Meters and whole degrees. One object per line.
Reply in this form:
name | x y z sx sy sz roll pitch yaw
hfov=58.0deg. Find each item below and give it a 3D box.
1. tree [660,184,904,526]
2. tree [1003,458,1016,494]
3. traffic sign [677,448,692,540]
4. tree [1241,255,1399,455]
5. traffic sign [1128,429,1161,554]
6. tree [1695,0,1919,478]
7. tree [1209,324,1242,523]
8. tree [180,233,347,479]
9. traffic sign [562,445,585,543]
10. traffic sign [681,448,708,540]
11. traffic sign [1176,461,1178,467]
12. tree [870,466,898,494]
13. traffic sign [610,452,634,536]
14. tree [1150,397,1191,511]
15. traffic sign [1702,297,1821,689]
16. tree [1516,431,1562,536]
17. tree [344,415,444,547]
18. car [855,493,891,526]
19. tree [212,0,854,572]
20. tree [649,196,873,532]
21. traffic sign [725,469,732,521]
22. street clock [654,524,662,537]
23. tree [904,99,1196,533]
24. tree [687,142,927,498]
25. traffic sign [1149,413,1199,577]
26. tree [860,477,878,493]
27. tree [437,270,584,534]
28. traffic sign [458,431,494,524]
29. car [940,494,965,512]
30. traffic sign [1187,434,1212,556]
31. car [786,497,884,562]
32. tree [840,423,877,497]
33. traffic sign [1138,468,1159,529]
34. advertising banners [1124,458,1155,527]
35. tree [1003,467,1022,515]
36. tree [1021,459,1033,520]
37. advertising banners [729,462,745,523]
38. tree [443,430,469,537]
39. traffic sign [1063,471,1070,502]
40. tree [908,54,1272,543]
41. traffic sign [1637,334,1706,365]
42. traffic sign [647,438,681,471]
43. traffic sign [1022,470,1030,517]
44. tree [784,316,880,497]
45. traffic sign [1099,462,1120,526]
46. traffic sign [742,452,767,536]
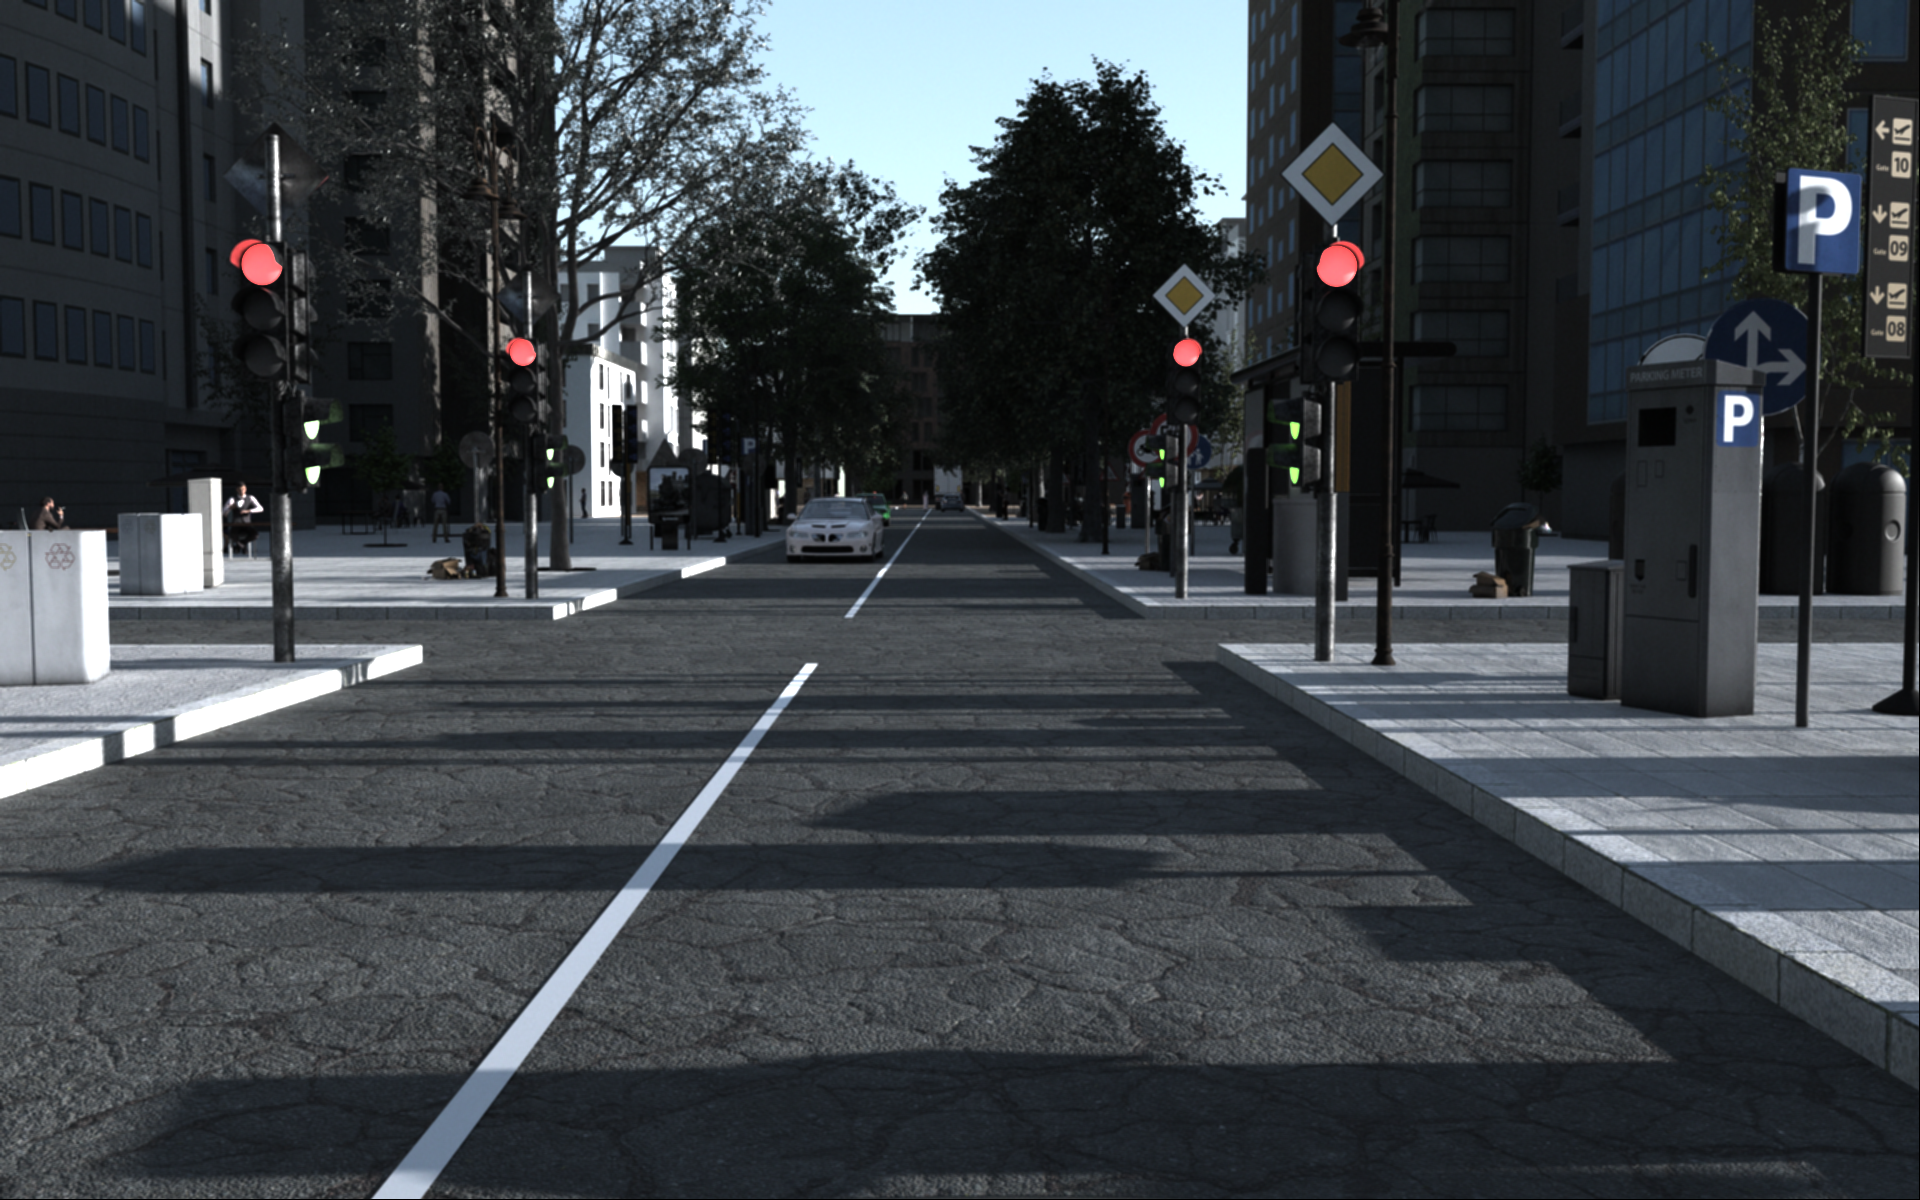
tree | -7.020 -10.005 70.232 9.857 13.997 8.962 0 3 0
tree | 3.271 -10.051 114.693 4.360 8.622 3.978 0 3 0
traffic sign | -7.547 -2.954 48.406 0.768 2.556 0.104 0 4 6
tree | 11.733 -6.334 53.926 4.737 8.622 4.395 0 3 0
traffic sign | 3.674 -2.069 33.938 0.768 2.556 0.104 1 4 8
tree | 12.792 -4.612 25.767 4.737 8.622 4.395 0 3 0
tree | 11.907 -7.677 75.879 4.737 8.622 4.395 0 3 0
tree | -19.099 -5.967 47.923 4.360 8.622 3.978 0 3 0
traffic sign | -10.105 -2.744 44.973 0.768 2.556 0.104 0 4 5
traffic sign | -7.360 -2.929 48.002 0.768 2.556 0.104 0 4 3
traffic sign | 6.228 -3.165 51.859 0.768 2.556 0.104 0 4 2
tree | -7.930 -11.602 173.404 4.285 4.588 4.351 0 3 0
traffic sign | -10.300 -3.222 52.781 0.768 2.556 0.104 0 4 8
tree | 12.009 -8.719 92.919 4.360 8.622 3.978 0 3 0
traffic sign | 5.206 -0.687 11.343 0.768 2.556 0.104 0 4 1
tree | 17.970 -3.581 53.158 1.663 3.219 1.824 0 3 0
tree | -13.963 -2.916 42.280 1.663 3.219 1.824 0 3 0
car | -4.055 -4.231 77.966 1.959 1.807 4.718 0 4 -1
tree | -6.807 -7.224 28.476 12.009 13.543 11.850 0 3 0
tree | -6.789 -8.194 59.724 9.928 11.665 9.643 0 3 0
traffic sign | -11.086 -5.127 83.837 0.884 2.594 0.081 0 4 1
street clock | -8.973 -2.865 51.416 0.471 2.002 0.358 1 4 11
tree | 3.291 -9.211 57.263 9.857 13.997 8.962 0 3 0
tree | -8.433 -14.519 93.272 12.611 20.169 13.585 0 3 0
traffic sign | 3.288 -1.627 26.705 0.768 2.556 0.104 0 4 7
tree | -8.152 -9.622 151.917 1.663 3.219 1.824 0 3 0
tree | -14.353 -6.464 56.052 4.360 8.622 3.978 0 3 0
traffic sign | -9.827 -2.145 35.179 0.768 2.556 0.104 1 4 9
car | -0.626 -7.780 139.201 2.014 1.417 4.499 0 4 0
traffic sign | 4.854 -2.202 36.114 0.768 2.556 0.104 0 4 3
car | -2.682 -1.560 37.870 2.083 1.381 4.827 0 4 1
tree | -7.347 -10.430 120.894 4.737 8.622 4.395 0 3 0
traffic sign | 6.919 -3.856 63.051 0.884 2.594 0.081 0 4 7
advertising banners | 6.968 -4.362 67.507 0.090 3.025 2.074 -2 4 -30
tree | 3.499 -6.947 108.181 1.663 3.219 1.824 0 3 0
tree | 3.184 -8.306 86.168 4.737 8.622 4.395 0 3 0
advertising banners | -9.409 -4.943 76.999 2.074 3.025 0.090 -2 4 -34
tree | -15.610 -3.531 52.340 1.663 3.219 1.824 0 3 0
traffic sign | 5.620 -5.748 93.976 0.884 2.594 0.081 0 4 3
tree | 3.485 -7.874 45.746 9.611 12.733 9.660 0 3 0
traffic sign | 5.758 -0.842 13.870 0.768 2.556 0.104 0 4 7
traffic sign | -6.883 -2.473 40.436 0.884 2.594 0.081 0 4 4
traffic sign | 3.681 -5.656 92.589 0.768 2.556 0.104 0 4 5
tree | -6.992 -11.759 109.260 9.611 12.733 9.660 0 3 0
traffic sign | 5.981 -4.256 69.597 0.884 2.594 0.081 1 4 9
traffic sign | -6.295 -3.233 52.964 0.768 2.556 0.104 1 4 8
